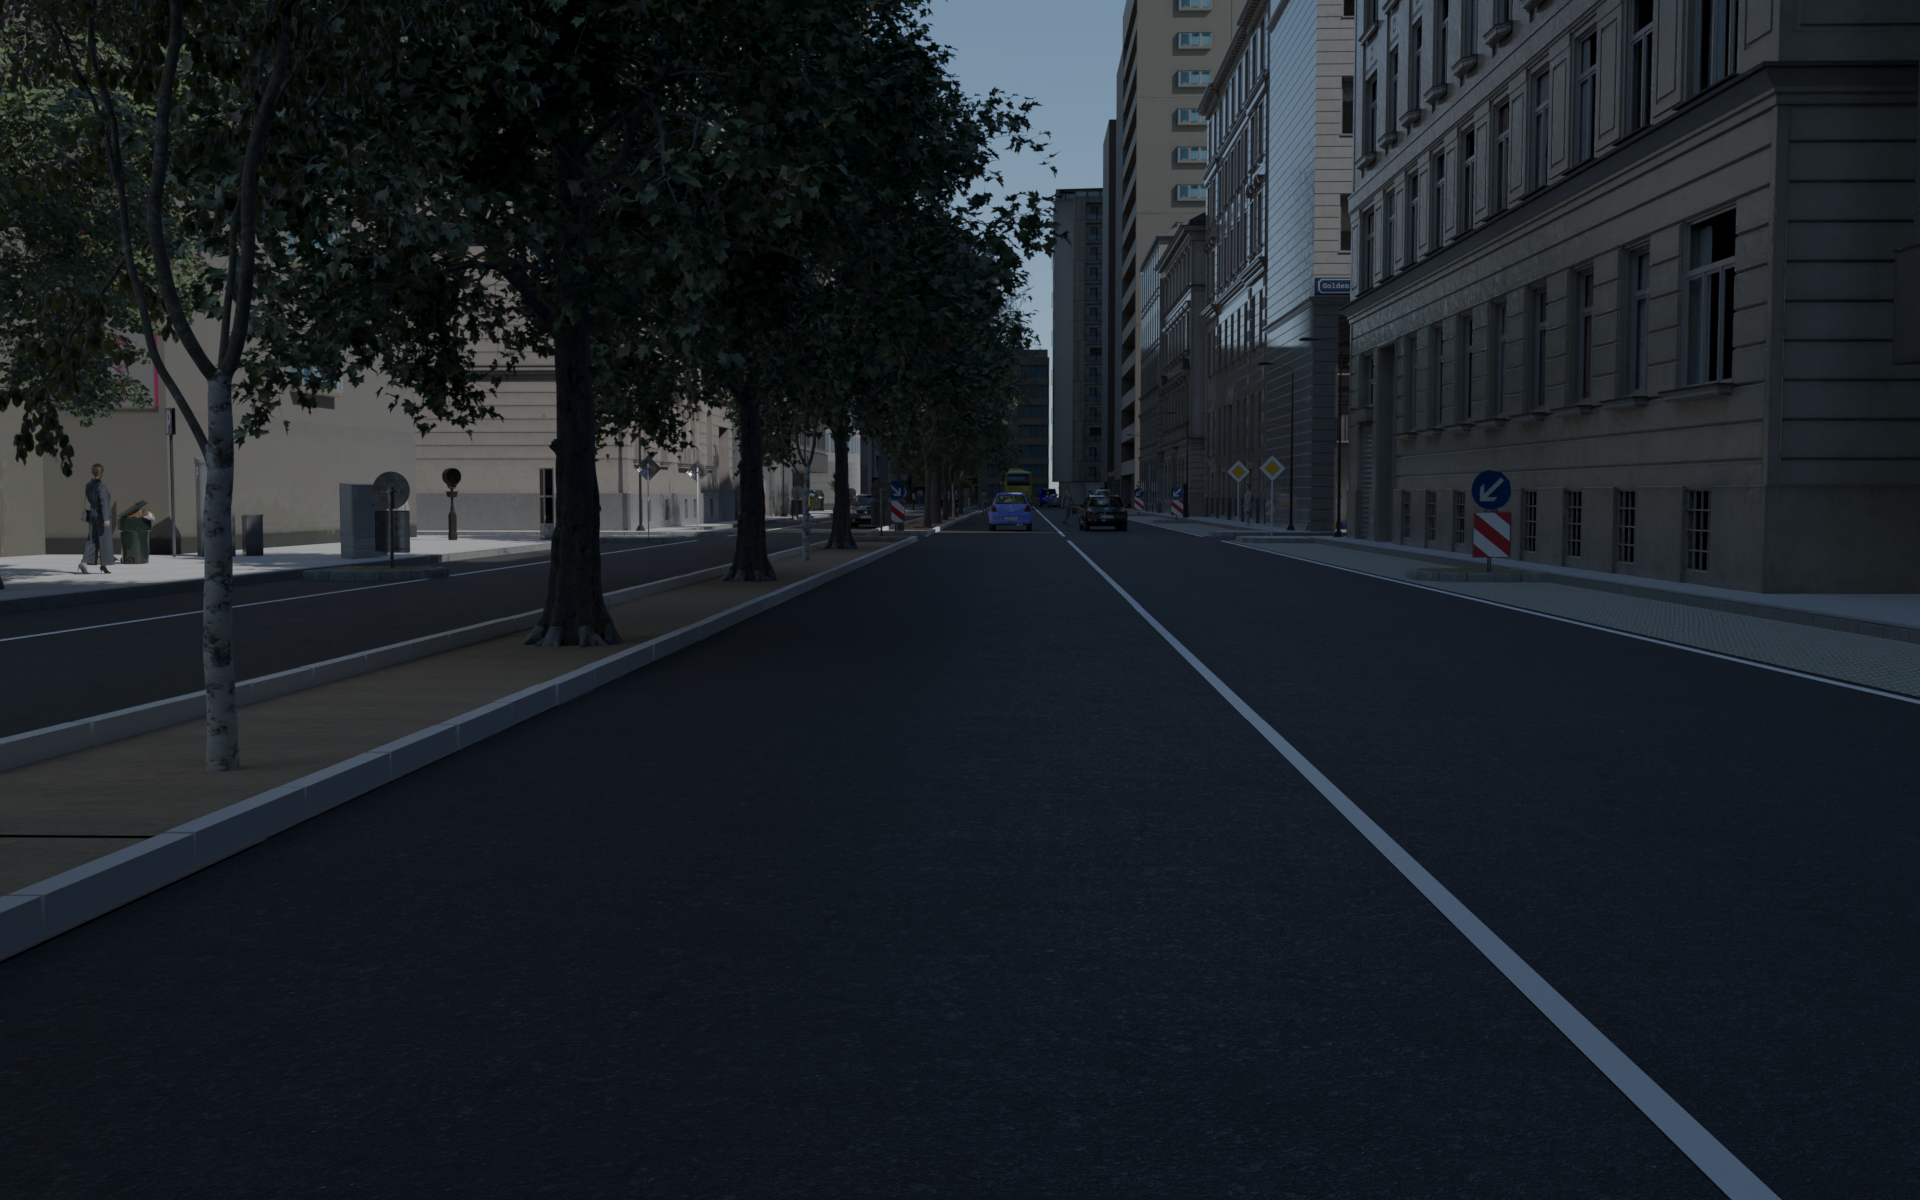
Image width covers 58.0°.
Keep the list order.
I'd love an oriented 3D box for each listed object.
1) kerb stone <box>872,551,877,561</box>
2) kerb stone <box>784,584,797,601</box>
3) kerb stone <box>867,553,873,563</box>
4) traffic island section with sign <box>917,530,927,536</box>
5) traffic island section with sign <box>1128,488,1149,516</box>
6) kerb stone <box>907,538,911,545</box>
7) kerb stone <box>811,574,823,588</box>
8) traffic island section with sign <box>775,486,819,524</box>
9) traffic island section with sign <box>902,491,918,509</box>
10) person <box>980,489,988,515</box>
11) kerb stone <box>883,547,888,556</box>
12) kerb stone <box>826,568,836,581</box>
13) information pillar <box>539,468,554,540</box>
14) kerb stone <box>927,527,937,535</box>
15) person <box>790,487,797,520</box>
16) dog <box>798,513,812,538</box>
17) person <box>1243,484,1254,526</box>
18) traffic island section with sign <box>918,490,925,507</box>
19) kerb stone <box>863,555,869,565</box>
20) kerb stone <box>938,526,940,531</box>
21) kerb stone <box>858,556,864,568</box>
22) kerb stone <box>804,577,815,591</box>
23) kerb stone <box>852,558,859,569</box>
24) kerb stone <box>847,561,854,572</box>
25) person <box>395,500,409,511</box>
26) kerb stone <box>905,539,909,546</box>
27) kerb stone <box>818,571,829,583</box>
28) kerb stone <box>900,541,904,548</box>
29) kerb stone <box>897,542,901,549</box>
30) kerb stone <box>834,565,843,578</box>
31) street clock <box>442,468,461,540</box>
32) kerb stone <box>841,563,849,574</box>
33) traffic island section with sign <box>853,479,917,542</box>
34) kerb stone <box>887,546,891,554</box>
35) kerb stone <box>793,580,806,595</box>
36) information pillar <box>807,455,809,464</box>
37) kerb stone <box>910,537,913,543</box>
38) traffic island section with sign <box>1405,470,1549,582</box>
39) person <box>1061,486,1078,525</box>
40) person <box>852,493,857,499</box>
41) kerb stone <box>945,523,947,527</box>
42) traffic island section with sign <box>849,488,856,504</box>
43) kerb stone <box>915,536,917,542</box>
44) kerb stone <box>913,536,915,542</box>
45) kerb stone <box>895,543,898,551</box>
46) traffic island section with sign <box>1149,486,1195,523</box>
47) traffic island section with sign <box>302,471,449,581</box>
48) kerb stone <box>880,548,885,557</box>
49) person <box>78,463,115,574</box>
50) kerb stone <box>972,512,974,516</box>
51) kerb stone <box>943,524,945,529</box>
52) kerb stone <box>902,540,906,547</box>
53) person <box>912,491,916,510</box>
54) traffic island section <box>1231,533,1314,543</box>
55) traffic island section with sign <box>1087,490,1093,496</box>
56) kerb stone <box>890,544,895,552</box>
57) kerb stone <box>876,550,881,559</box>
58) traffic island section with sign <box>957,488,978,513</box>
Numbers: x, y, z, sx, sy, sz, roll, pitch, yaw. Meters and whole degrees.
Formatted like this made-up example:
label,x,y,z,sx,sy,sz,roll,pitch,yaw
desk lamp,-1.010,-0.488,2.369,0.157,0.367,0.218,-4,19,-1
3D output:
label,x,y,z,sx,sy,sz,roll,pitch,yaw
kerb stone,-1.914,-0.896,36.846,0.120,0.150,1.000,0,4,2
kerb stone,-2.374,-0.080,23.521,0.120,0.150,1.000,0,4,2
kerb stone,-1.949,-0.833,35.820,0.120,0.150,1.000,0,4,2
traffic island section with sign,-2.162,-3.146,59.573,2.006,1.907,1.989,0,4,2
traffic island section with sign,11.424,-6.336,112.214,1.989,1.847,2.006,0,4,2
kerb stone,-1.525,-1.586,48.124,0.120,0.150,1.000,0,4,2
kerb stone,-2.264,-0.269,26.591,0.120,0.150,1.000,0,4,2
traffic island section with sign,-7.949,-4.671,84.996,1.989,1.847,2.006,0,4,2
traffic island section with sign,-5.273,-9.423,162.696,1.989,1.847,2.006,0,4,2
person,1.637,-6.842,120.546,0.511,1.800,0.466,-3,5,-43
kerb stone,-1.808,-1.084,39.919,0.120,0.150,1.000,0,4,2
kerb stone,-2.202,-0.394,28.642,0.120,0.150,1.000,0,4,2
information pillar,-11.624,-2.705,48.718,0.304,2.012,0.304,-3,4,-39
kerb stone,-1.011,-2.491,62.966,0.120,0.150,1.000,0,4,2
person,-8.353,-4.825,87.619,0.478,1.798,0.641,-2,4,-35
dog,-5.142,-2.458,57.020,0.800,0.831,0.513,-3,5,-45
person,11.728,-3.883,70.540,0.522,1.701,0.512,-1,4,-12
traffic island section with sign,-4.331,-11.075,189.701,1.989,1.847,2.006,0,4,2
kerb stone,-1.983,-0.768,34.795,0.120,0.150,1.000,0,4,2
kerb stone,-0.941,-2.618,65.012,0.120,0.150,1.000,0,4,2
kerb stone,-2.020,-0.708,33.770,0.120,0.150,1.000,0,4,2
kerb stone,-2.302,-0.206,25.568,0.120,0.150,1.000,0,4,2
kerb stone,-2.054,-0.645,32.736,0.120,0.150,1.000,0,4,2
kerb stone,-2.089,-0.582,31.715,0.120,0.150,1.000,0,4,2
person,-15.184,-2.482,46.817,0.583,1.804,0.606,-1,4,-15
kerb stone,-1.559,-1.523,47.098,0.120,0.150,1.000,0,4,2
kerb stone,-2.241,-0.331,27.613,0.120,0.150,1.000,0,4,2
kerb stone,-1.628,-1.397,45.039,0.120,0.150,1.000,0,4,2
kerb stone,-1.670,-1.330,44.013,0.120,0.150,1.000,0,4,2
kerb stone,-2.162,-0.453,29.667,0.120,0.150,1.000,0,4,2
street clock,-14.091,-2.660,48.057,0.471,2.002,0.358,-3,5,-43
kerb stone,-2.129,-0.520,30.694,0.120,0.150,1.000,0,4,2
traffic island section with sign,-2.427,-2.693,52.170,2.006,1.907,1.989,0,4,2
kerb stone,-1.778,-1.146,40.941,0.120,0.150,1.000,0,4,2
kerb stone,-2.341,-0.144,24.542,0.120,0.150,1.000,0,4,2
information pillar,-9.097,-6.867,103.631,0.183,3.616,0.504,-1,4,-14
kerb stone,-1.482,-1.648,49.145,0.120,0.150,1.000,0,4,2
traffic island section with sign,8.544,-1.240,28.902,1.989,1.847,2.006,0,4,2
person,5.039,-4.421,80.904,0.853,1.813,0.709,3,5,39
person,-8.625,-8.164,140.466,0.436,1.711,0.756,-2,4,-34
kerb stone,-0.727,-2.994,71.151,0.120,0.150,1.000,0,4,2
traffic island section with sign,-7.006,-6.333,112.165,1.989,1.847,2.006,0,4,2
kerb stone,-1.420,-1.773,51.188,0.120,0.150,1.000,0,4,2
kerb stone,-1.455,-1.711,50.166,0.120,0.150,1.000,0,4,2
kerb stone,-1.692,-1.272,42.988,0.120,0.150,1.000,0,4,2
traffic island section with sign,10.491,-4.682,85.175,1.989,1.847,2.006,0,4,2
traffic island section with sign,-9.869,-1.281,29.564,1.989,1.847,2.006,0,4,2
kerb stone,-1.846,-1.020,38.890,0.120,0.150,1.000,0,4,2
person,-13.800,-1.300,27.715,0.576,1.772,0.534,1,4,8
kerb stone,0.651,-5.436,111.114,0.120,0.150,1.000,0,4,2
kerb stone,-0.793,-2.865,69.108,0.120,0.150,1.000,0,4,2
kerb stone,-1.599,-1.460,46.063,0.120,0.150,1.000,0,4,2
person,-4.084,-8.965,155.792,0.721,1.736,1.217,0,4,-4
traffic island section,9.315,-1.789,51.527,2.009,0.180,2.903,0,4,2
traffic island section with sign,14.062,-11.013,188.686,1.989,1.847,2.006,0,4,2
kerb stone,-1.736,-1.209,41.962,0.120,0.150,1.000,0,4,2
kerb stone,-1.874,-0.956,37.868,0.120,0.150,1.000,0,4,2
traffic island section with sign,0.425,-7.739,134.667,2.006,1.907,1.989,0,4,2
